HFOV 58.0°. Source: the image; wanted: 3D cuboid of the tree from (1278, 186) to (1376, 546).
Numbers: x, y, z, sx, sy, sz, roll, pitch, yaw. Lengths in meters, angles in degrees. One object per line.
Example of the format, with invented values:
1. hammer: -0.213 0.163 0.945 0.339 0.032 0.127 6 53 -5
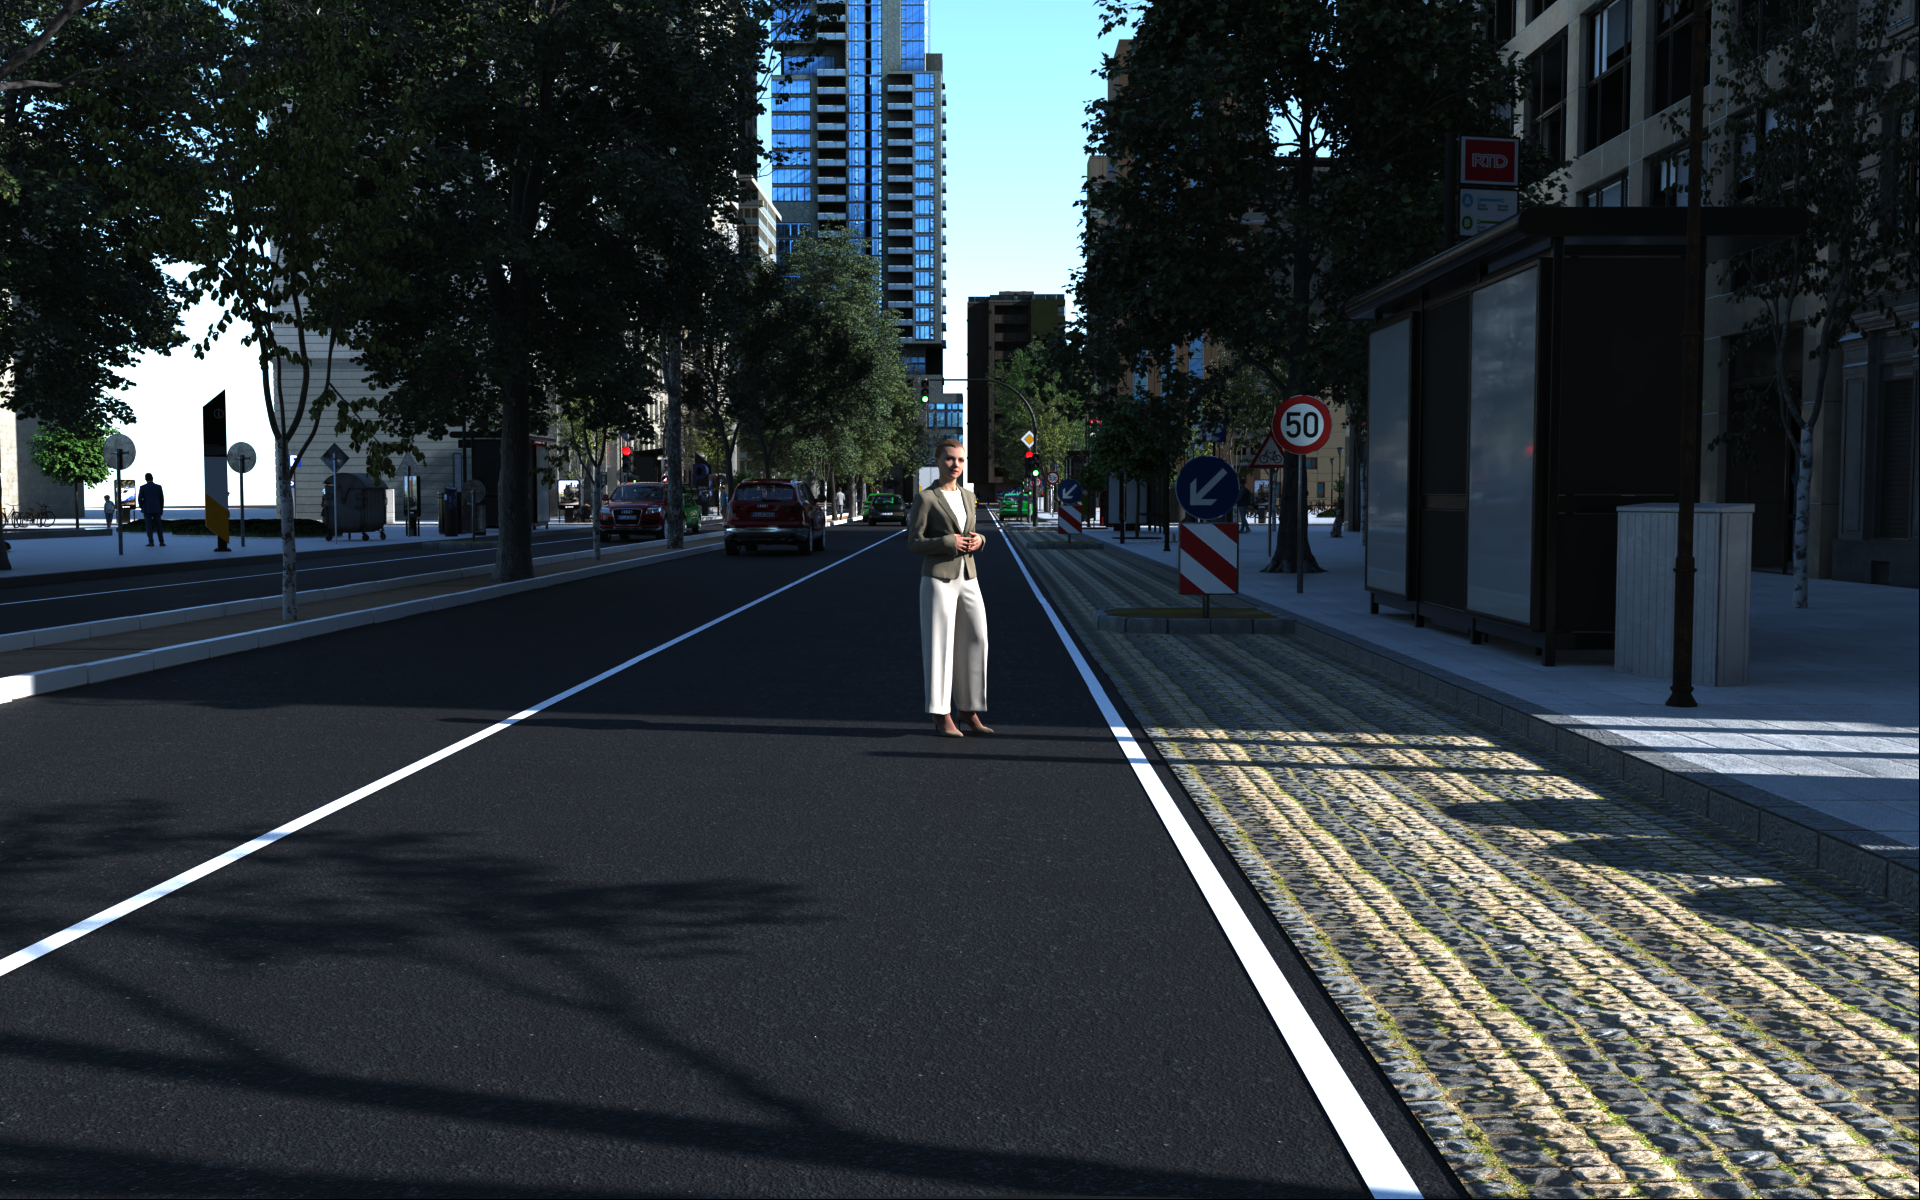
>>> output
1. tree: 9.994 -5.640 42.579 4.360 8.622 3.978 0 3 0

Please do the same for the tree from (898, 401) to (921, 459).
1. tree: -6.784 -9.606 93.934 8.767 10.594 7.601 0 4 1

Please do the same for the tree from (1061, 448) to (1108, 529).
1. tree: 4.934 -4.217 63.543 1.663 3.219 1.824 0 3 0

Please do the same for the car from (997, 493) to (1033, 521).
1. car: 2.981 -5.127 92.627 1.959 1.807 4.718 0 4 1

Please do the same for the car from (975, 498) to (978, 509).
1. car: 0.713 -9.382 163.620 2.015 1.641 3.980 0 4 -1

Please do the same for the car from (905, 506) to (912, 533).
1. car: -0.850 -2.800 57.791 2.014 1.417 4.499 0 3 0

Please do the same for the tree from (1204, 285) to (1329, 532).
1. tree: 10.761 -6.666 59.344 4.737 8.622 4.395 0 3 0

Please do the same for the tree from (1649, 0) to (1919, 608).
1. tree: 9.667 -4.221 19.371 4.360 8.622 3.978 0 3 0

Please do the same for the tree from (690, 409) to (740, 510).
1. tree: -19.277 -11.403 136.794 4.737 8.622 4.395 0 3 0

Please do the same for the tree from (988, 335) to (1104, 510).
1. tree: 7.135 -14.304 140.520 9.857 13.997 8.962 0 3 0

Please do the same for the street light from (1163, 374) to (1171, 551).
1. street light: 4.656 -4.037 38.799 0.468 5.910 1.993 0 4 1

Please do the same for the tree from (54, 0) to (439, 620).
1. tree: -7.536 -4.053 19.089 4.737 8.622 4.395 0 3 0

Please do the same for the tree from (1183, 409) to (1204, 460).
1. tree: 15.562 -9.887 112.017 4.737 8.622 4.395 0 3 0

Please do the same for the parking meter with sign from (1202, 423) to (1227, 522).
1. parking meter with sign: 5.761 -2.620 39.098 0.543 3.016 1.738 0 4 6

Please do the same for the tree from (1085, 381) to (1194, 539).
1. tree: 5.087 -4.032 49.635 4.285 4.588 4.351 0 3 0

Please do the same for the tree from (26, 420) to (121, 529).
1. tree: -31.954 -4.835 62.766 4.285 4.588 4.351 0 3 0

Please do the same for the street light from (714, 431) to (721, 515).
1. street light: -14.673 -8.087 105.003 0.468 5.910 1.993 0 4 1

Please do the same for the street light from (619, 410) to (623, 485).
1. street light: -15.054 -6.361 76.796 0.468 5.910 1.993 0 4 1

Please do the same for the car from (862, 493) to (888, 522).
1. car: -4.009 -4.936 89.504 1.959 1.807 4.718 0 4 2

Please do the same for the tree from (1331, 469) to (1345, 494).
1. tree: 28.880 -8.268 129.775 1.663 3.219 1.824 0 3 0

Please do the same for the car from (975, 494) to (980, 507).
1. car: 1.224 -11.338 197.170 2.131 1.459 4.920 0 4 2

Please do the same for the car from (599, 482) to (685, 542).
1. car: -9.842 -2.757 53.748 2.281 1.827 5.304 0 3 0

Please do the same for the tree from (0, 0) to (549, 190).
1. tree: -7.659 -5.963 10.316 12.009 13.543 11.850 0 3 0

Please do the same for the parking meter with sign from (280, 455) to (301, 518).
1. parking meter with sign: -30.019 -4.968 77.494 0.543 3.016 1.738 -3 4 -38

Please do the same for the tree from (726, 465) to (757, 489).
1. tree: -15.161 -7.716 120.754 1.663 3.219 1.824 0 3 0

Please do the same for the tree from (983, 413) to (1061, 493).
1. tree: 7.679 -17.519 196.801 12.009 13.543 11.850 0 3 0

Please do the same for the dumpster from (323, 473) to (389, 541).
1. dumpster: -16.686 -2.571 47.795 1.264 1.857 1.865 0 4 1

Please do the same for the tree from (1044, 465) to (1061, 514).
1. tree: 6.115 -7.072 110.227 1.663 3.219 1.824 0 3 0

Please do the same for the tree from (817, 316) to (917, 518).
1. tree: -6.434 -11.065 101.499 7.486 12.596 7.792 0 3 0

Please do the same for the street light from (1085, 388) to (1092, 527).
1. street light: 4.993 -5.762 67.000 0.468 5.910 1.993 0 4 1

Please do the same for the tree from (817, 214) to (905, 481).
1. tree: -6.924 -10.439 79.794 9.857 13.997 8.962 0 3 0

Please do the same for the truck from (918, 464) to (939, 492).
1. truck: -2.764 -10.937 167.736 2.839 4.237 11.283 0 4 0

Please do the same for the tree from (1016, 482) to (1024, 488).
1. tree: 7.099 -11.784 187.271 1.663 3.219 1.824 0 3 0

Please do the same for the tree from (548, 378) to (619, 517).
1. tree: -19.449 -8.508 89.472 4.737 8.622 4.395 0 3 0

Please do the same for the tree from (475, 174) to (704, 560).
1. tree: -7.837 -5.167 37.293 4.360 8.622 3.978 0 3 0

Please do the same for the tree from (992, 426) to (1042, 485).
1. tree: 7.549 -18.751 224.702 7.486 12.596 7.792 0 3 0

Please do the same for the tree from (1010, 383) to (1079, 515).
1. tree: 5.443 -9.526 106.106 4.737 8.622 4.395 0 3 0

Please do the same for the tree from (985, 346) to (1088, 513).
1. tree: 5.794 -11.812 118.873 9.928 11.665 9.643 0 3 0

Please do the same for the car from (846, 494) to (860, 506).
1. car: -11.659 -11.087 191.050 2.009 1.686 4.222 0 4 0

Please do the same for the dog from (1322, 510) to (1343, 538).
1. dog: 11.044 -2.255 51.250 0.800 0.831 0.513 -1 4 -21

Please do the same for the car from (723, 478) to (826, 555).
1. car: -4.462 -2.050 42.187 2.281 1.827 5.304 0 4 1

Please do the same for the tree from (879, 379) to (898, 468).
1. tree: -6.934 -7.755 63.668 8.767 10.594 7.601 0 4 1

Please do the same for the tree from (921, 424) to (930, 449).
1. tree: -6.287 -11.490 124.726 8.767 10.594 7.601 0 4 1

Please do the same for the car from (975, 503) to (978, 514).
1. car: -0.217 -4.023 77.782 2.014 1.417 4.499 0 4 2

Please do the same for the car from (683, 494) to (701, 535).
1. car: -10.538 -3.289 62.564 1.959 1.807 4.718 0 4 2

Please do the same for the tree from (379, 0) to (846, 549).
1. tree: -8.643 -11.448 45.520 12.611 20.169 13.585 0 3 0

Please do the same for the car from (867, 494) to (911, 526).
1. car: -3.253 -4.221 78.804 2.009 1.686 4.222 0 4 0

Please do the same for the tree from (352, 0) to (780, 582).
1. tree: -7.336 -7.276 28.082 9.857 13.997 8.962 0 3 0

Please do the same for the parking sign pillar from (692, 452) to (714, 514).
1. parking sign pillar: -16.444 -7.472 110.636 1.447 3.967 1.447 2 4 29

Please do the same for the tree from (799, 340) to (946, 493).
1. tree: -6.136 -13.559 134.522 12.009 13.543 11.850 0 3 0

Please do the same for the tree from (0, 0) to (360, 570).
1. tree: -16.417 -7.468 28.756 9.857 13.997 8.962 0 3 0

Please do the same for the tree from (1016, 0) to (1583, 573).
1. tree: 5.591 -6.794 28.088 9.611 12.733 9.660 0 3 0

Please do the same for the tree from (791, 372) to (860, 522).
1. tree: -6.876 -8.263 87.925 4.360 8.622 3.978 0 3 0

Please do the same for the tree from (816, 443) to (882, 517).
1. tree: -6.475 -9.488 107.941 4.737 8.622 4.395 0 3 0

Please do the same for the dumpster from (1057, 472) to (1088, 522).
1. dumpster: 5.212 -4.666 78.783 1.502 2.255 1.985 0 4 1

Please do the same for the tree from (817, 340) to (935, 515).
1. tree: -6.510 -12.019 115.973 9.611 12.733 9.660 0 3 0

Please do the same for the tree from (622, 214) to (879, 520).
1. tree: -7.312 -7.285 55.985 8.767 10.594 7.601 0 4 1

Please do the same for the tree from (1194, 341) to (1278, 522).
1. tree: 10.508 -7.053 65.684 4.360 8.622 3.978 0 3 0

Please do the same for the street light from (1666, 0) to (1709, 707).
1. street light: 4.372 -2.295 10.317 0.468 5.910 1.993 0 4 1
